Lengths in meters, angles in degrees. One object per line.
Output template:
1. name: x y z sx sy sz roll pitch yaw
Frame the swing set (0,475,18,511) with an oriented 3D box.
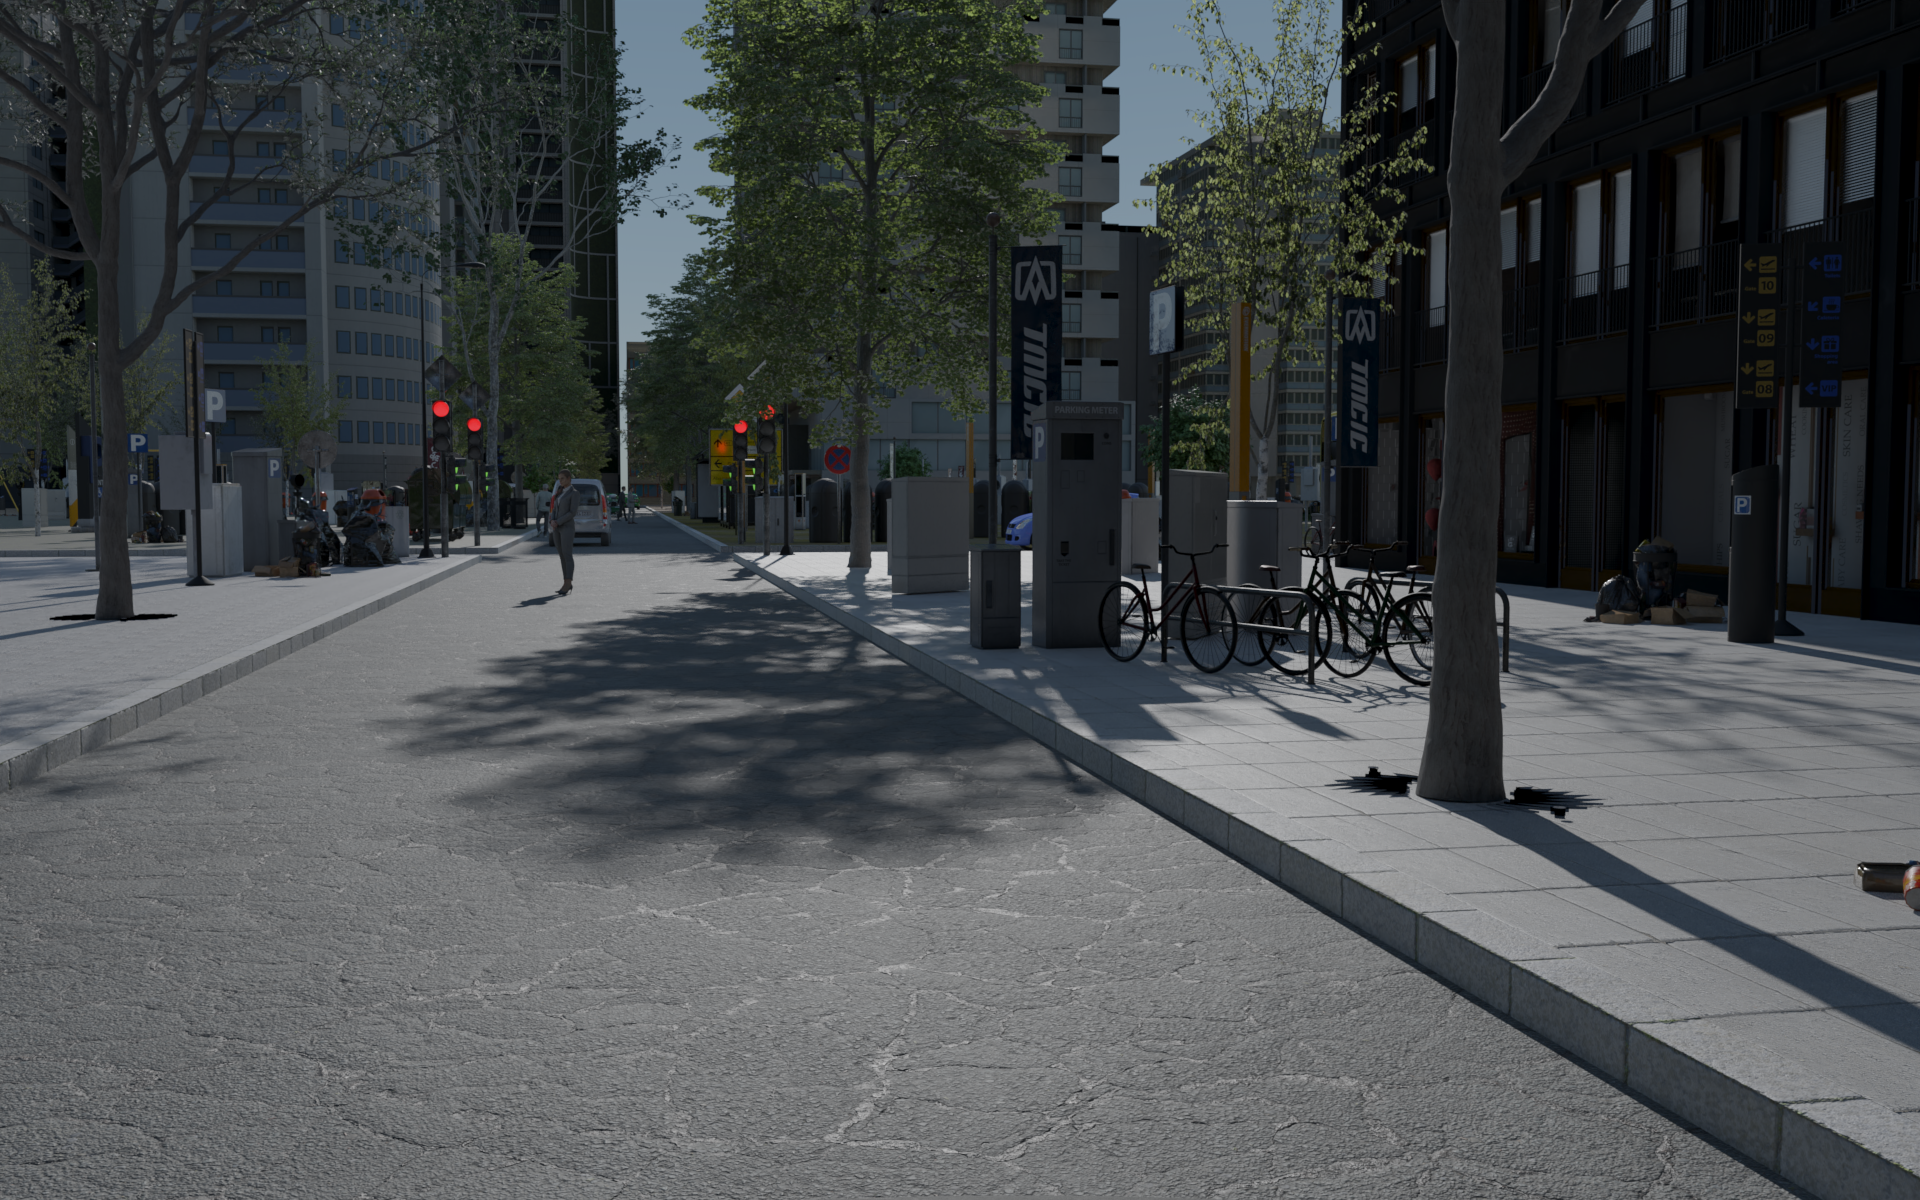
1. swing set: -49.631 -5.498 87.508 2.862 2.851 3.119 0 4 -1

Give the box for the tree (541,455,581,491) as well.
1. tree: -30.798 -9.117 132.771 4.285 4.588 4.351 0 3 0

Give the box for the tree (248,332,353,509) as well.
1. tree: -30.411 -7.920 79.860 4.737 8.622 4.395 0 3 0

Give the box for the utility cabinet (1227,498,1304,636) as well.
1. utility cabinet: 2.791 -0.303 16.120 0.306 1.237 1.020 -1 4 -23

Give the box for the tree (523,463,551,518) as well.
1. tree: -22.480 -5.960 92.055 1.663 3.219 1.824 0 3 0

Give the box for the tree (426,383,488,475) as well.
1. tree: -29.431 -9.293 102.304 4.360 8.622 3.978 0 3 0

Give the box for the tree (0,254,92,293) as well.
1. tree: -28.181 -6.227 52.172 4.360 8.622 3.978 0 3 0

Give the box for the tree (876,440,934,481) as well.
1. tree: -3.246 -7.325 103.485 4.285 4.588 4.351 0 3 0

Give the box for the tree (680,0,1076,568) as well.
1. tree: -1.452 -6.862 30.314 7.486 12.596 7.792 0 3 0

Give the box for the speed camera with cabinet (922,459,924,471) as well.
1. speed camera with cabinet: -2.796 -6.354 98.228 2.038 3.252 0.660 2 4 26

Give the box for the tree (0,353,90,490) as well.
1. tree: -49.790 -8.808 94.374 4.737 8.622 4.395 0 3 0

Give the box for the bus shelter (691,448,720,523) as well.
1. bus shelter: -10.465 -4.937 74.649 2.014 3.302 5.546 -1 4 -11

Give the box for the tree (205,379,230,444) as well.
1. tree: -48.662 -9.777 110.223 4.360 8.622 3.978 0 3 0

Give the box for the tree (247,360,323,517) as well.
1. tree: -37.181 -8.874 95.450 4.360 8.622 3.978 0 3 0

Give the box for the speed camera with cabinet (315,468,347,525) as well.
1. speed camera with cabinet: -26.567 -4.822 73.169 0.660 3.252 2.038 -3 5 -43

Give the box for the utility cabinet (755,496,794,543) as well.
1. utility cabinet: -4.876 -2.098 45.459 1.020 1.237 0.306 2 4 24

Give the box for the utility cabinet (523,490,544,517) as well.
1. utility cabinet: -23.230 -5.248 94.477 1.173 1.500 0.318 -1 4 -10

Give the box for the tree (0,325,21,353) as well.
1. tree: -26.850 -5.800 45.189 4.737 8.622 4.395 0 3 0

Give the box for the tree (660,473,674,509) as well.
1. tree: -24.535 -9.365 147.715 1.663 3.219 1.824 0 3 0

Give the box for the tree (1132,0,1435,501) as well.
1. tree: 4.157 -4.460 23.290 4.360 8.622 3.978 0 3 0

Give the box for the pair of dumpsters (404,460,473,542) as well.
1. pair of dumpsters: -14.621 -2.817 48.548 1.574 2.255 4.437 -1 4 -11

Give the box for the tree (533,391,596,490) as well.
1. tree: -26.900 -10.157 116.431 4.737 8.622 4.395 0 3 0

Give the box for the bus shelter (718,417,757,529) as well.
1. bus shelter: -8.455 -5.480 67.228 2.179 5.291 8.768 -1 4 -11

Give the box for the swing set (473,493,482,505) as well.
1. swing set: -29.656 -6.950 111.255 3.119 2.851 2.862 0 4 0

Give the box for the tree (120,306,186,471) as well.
1. tree: -32.030 -7.126 66.870 4.360 8.622 3.978 0 3 0

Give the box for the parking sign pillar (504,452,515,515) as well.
1. parking sign pillar: -28.089 -7.232 106.718 1.447 3.967 1.447 -1 4 -18

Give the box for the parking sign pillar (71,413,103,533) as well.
1. parking sign pillar: -29.085 -4.259 58.112 1.447 3.967 1.447 0 4 3

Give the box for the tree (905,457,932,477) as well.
1. tree: -2.214 -5.939 91.697 1.663 3.219 1.824 0 3 0

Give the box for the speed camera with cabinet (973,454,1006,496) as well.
1. speed camera with cabinet: 1.252 -5.613 86.104 2.038 3.252 0.660 2 4 28

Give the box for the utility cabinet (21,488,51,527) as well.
1. utility cabinet: -35.476 -3.532 66.432 1.173 1.500 0.318 2 4 30

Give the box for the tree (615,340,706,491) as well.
1. tree: -22.263 -14.046 136.306 9.857 13.997 8.962 0 3 0

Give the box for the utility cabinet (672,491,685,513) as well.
1. utility cabinet: -18.852 -6.554 115.830 0.318 1.500 1.173 1 4 23

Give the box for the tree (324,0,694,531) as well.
1. tree: -15.875 -12.566 61.346 12.611 20.169 13.585 0 3 0

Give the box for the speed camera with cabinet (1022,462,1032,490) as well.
1. speed camera with cabinet: 4.619 -6.806 105.610 0.660 3.252 2.038 -2 4 -34

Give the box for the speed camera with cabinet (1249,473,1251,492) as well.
1. speed camera with cabinet: 11.743 -4.737 71.781 0.660 3.252 2.038 1 4 9

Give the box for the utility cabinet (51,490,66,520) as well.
1. utility cabinet: -44.621 -4.680 85.198 0.318 1.500 1.173 2 4 30

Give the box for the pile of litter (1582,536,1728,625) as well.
1. pile of litter: 7.140 -0.211 17.411 1.719 0.858 1.176 1 4 11

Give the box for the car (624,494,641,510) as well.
1. car: -30.269 -9.174 158.791 1.959 1.807 4.718 -1 4 -11

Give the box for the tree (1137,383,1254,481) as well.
1. tree: 6.977 -4.125 51.161 4.285 4.588 4.351 0 3 0

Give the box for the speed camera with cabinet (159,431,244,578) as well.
1. speed camera with cabinet: -11.571 -1.962 26.413 0.660 3.252 2.038 0 4 -5

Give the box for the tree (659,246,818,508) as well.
1. tree: -5.748 -6.075 49.688 4.737 8.622 4.395 0 3 0

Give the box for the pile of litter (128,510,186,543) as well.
1. pile of litter: -21.281 -1.935 45.605 1.719 0.858 1.176 -1 4 -11

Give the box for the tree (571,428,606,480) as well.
1. tree: -39.350 -14.085 180.651 4.360 8.622 3.978 0 3 0

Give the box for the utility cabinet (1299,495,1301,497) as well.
1. utility cabinet: 20.465 -5.668 103.833 0.306 1.237 1.020 1 4 12

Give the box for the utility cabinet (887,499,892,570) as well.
1. utility cabinet: -0.778 -1.132 29.667 1.020 1.237 0.306 -3 5 -41

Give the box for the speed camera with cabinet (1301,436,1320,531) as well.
1. speed camera with cabinet: 12.633 -3.955 58.998 2.038 3.252 0.660 3 5 43

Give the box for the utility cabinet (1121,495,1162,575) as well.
1. utility cabinet: 2.870 -1.030 27.999 0.306 1.237 1.020 2 4 31

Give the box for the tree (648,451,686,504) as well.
1. tree: -29.728 -13.680 174.025 4.360 8.622 3.978 0 3 0

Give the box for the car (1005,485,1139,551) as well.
1. car: 2.981 -2.058 43.238 3.694 1.707 1.945 -1 4 -11

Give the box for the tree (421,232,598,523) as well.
1. tree: -19.567 -9.653 75.960 7.486 12.596 7.792 0 3 0

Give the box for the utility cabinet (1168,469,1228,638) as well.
1. utility cabinet: 2.147 -0.428 15.683 0.318 1.500 1.173 1 4 23

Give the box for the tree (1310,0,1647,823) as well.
1. tree: 2.252 -5.913 7.043 12.009 13.543 11.850 0 3 0

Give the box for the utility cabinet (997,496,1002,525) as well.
1. utility cabinet: 1.910 -3.748 72.440 0.306 1.237 1.020 -2 4 -31

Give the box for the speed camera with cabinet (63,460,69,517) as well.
1. speed camera with cabinet: -50.965 -6.363 98.373 0.660 3.252 2.038 1 4 10

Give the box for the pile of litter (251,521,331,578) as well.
1. pile of litter: -10.441 -0.799 27.027 1.176 0.858 1.719 -1 4 -18

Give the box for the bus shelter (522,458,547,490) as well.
1. bus shelter: -26.102 -7.066 106.812 1.731 3.624 6.357 -1 4 -11

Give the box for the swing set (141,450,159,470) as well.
1. swing set: -28.657 -3.886 61.163 3.119 2.851 2.862 -1 4 -21

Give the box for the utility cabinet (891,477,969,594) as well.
1. utility cabinet: -0.386 -0.842 22.451 0.318 1.500 1.173 3 5 42
